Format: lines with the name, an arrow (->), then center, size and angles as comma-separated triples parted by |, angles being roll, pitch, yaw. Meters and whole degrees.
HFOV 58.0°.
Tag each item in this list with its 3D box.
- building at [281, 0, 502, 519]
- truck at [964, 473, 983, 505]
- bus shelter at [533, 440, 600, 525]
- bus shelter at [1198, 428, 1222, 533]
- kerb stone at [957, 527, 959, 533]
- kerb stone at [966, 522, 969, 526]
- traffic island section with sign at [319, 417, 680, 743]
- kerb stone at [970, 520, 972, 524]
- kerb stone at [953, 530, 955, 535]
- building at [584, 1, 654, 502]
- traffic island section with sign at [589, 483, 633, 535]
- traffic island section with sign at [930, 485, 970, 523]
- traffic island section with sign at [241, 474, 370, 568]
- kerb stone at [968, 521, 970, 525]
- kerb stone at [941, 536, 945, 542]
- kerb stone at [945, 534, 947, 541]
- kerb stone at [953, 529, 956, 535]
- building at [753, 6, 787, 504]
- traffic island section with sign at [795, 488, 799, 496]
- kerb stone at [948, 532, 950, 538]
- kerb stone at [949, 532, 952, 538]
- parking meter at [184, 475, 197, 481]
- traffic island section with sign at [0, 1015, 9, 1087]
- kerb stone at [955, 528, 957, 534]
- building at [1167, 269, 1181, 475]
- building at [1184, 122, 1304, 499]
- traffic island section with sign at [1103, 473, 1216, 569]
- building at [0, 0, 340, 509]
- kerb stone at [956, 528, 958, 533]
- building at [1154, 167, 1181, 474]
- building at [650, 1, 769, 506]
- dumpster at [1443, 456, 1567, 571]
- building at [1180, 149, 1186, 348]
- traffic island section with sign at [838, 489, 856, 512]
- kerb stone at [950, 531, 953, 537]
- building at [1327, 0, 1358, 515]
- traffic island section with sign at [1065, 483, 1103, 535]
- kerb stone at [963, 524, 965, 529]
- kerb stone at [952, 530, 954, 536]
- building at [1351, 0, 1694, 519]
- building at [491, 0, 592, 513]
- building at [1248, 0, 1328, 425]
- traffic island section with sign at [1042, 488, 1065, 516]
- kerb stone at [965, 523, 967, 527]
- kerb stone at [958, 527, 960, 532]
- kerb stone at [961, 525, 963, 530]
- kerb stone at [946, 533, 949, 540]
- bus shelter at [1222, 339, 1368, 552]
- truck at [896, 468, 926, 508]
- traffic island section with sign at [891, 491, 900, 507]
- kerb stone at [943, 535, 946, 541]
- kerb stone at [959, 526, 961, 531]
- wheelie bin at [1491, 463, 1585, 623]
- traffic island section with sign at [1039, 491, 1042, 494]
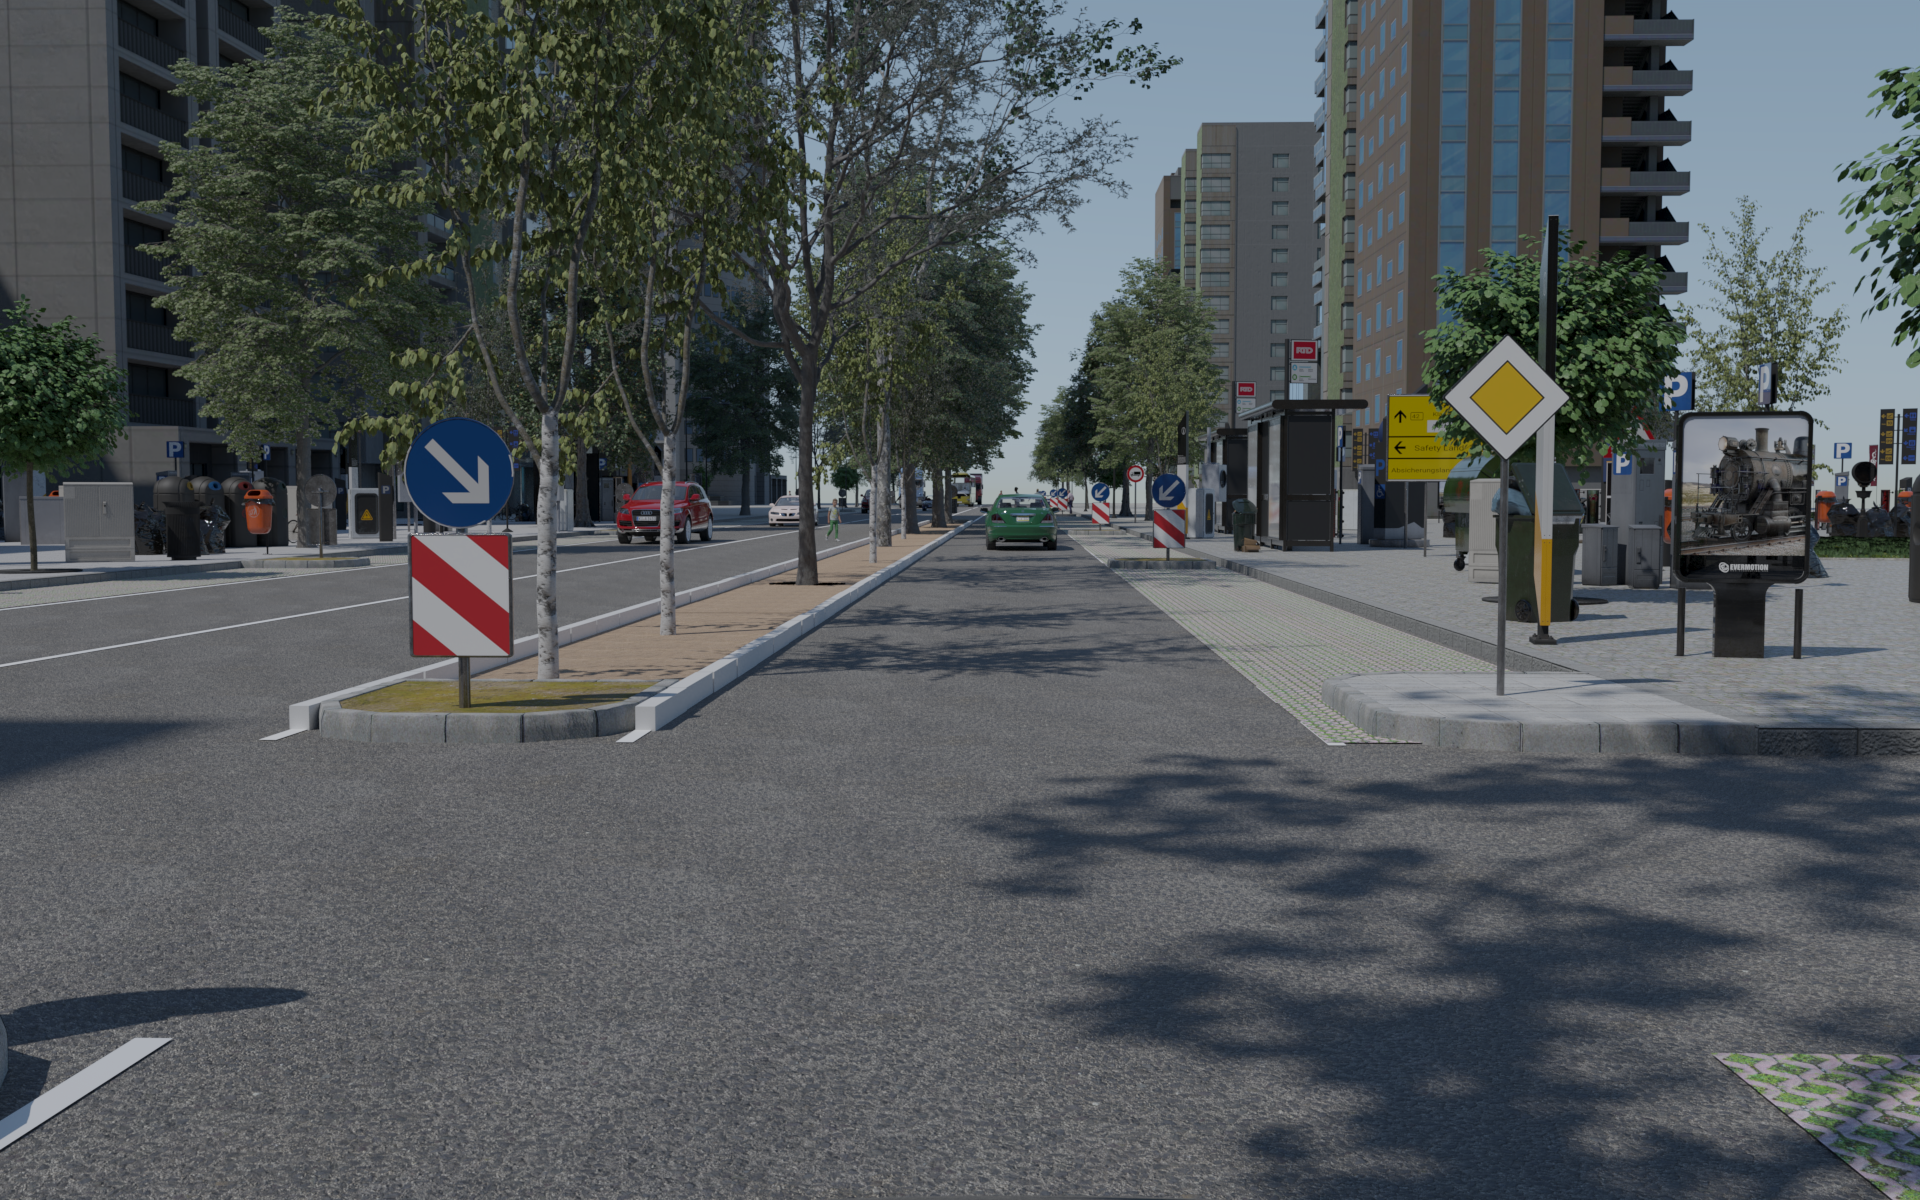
building -> -34.207, -25.114, 94.211 | 14.154, 41.232, 14.086 | 0, 4, 2
truck -> 1.811, -15.118, 236.086 | 2.839, 4.237, 11.283 | 0, 4, 1
bus shelter -> -17.002, -5.171, 75.828 | 1.731, 3.624, 6.357 | 0, 4, 2
bus shelter -> 9.373, -4.992, 59.256 | 2.179, 5.291, 8.768 | 0, 4, 2
kerb stone -> -0.185, -2.446, 62.185 | 0.120, 0.150, 1.000 | 0, 4, 2
kerb stone -> 0.183, -3.135, 73.448 | 0.120, 0.150, 1.000 | 0, 4, 2
traffic island section with sign -> -2.943, -0.170, 10.915 | 2.006, 1.907, 1.989 | 0, 4, 2
kerb stone -> 0.358, -3.447, 78.563 | 0.120, 0.150, 1.000 | 0, 4, 2
kerb stone -> -0.326, -2.194, 58.082 | 0.120, 0.150, 1.000 | 0, 4, 2
building -> -32.992, -29.892, 138.849 | 14.600, 45.320, 14.200 | 0, 4, 2
traffic island section with sign -> -11.897, -3.206, 61.043 | 1.989, 1.847, 2.006 | 0, 4, 2
traffic island section with sign -> -0.466, -4.763, 86.012 | 2.006, 1.907, 1.989 | 0, 4, 2
traffic island section with sign -> -12.779, -1.558, 34.102 | 1.989, 1.847, 2.006 | 0, 4, 2
kerb stone -> 0.247, -3.260, 75.498 | 0.120, 0.150, 1.000 | 0, 4, 2
kerb stone -> -0.592, -1.693, 49.884 | 0.120, 0.150, 1.000 | 0, 4, 2
kerb stone -> -0.533, -1.815, 51.938 | 0.120, 0.150, 1.000 | 0, 4, 2
kerb stone -> -0.298, -2.257, 59.103 | 0.120, 0.150, 1.000 | 0, 4, 2
building -> -33.160, -47.953, 222.287 | 20.563, 71.187, 20.611 | 0, 4, 2
traffic island section with sign -> -10.229, -6.259, 110.967 | 1.989, 1.847, 2.006 | 0, 4, 2
kerb stone -> -0.458, -1.943, 53.980 | 0.120, 0.150, 1.000 | 0, 4, 2
kerb stone -> -0.427, -2.007, 55.009 | 0.120, 0.150, 1.000 | 0, 4, 2
parking meter -> -23.729, -2.915, 53.365 | 0.399, 1.863, 0.255 | 1, 4, 22
traffic island section with sign -> -3.198, 0.283, 3.512 | 2.006, 1.907, 1.989 | 0, 4, 2
kerb stone -> -0.255, -2.320, 60.126 | 0.120, 0.150, 1.000 | 0, 4, 2
building -> 33.307, -27.550, 222.151 | 14.160, 30.474, 14.107 | 0, 4, 2
building -> 33.182, -31.186, 193.478 | 14.154, 41.232, 14.086 | 0, 4, 2
traffic island section with sign -> 3.891, -1.535, 33.729 | 1.989, 1.847, 2.006 | 0, 4, 2
building -> -38.020, -38.704, 71.060 | 20.563, 71.187, 20.611 | 0, 4, 2
kerb stone -> -0.225, -2.381, 61.156 | 0.120, 0.150, 1.000 | 0, 4, 2
building -> 34.034, -35.889, 236.899 | 14.600, 45.320, 14.200 | 0, 4, 2
building -> -34.451, -40.131, 198.148 | 21.231, 58.520, 28.212 | 0, 4, 2
dumpster -> 8.780, -1.556, 27.941 | 1.502, 2.255, 1.985 | 0, 4, 2
building -> 33.263, -32.047, 207.569 | 14.154, 41.232, 14.086 | 0, 4, 2
traffic island section with sign -> -9.341, -7.910, 137.955 | 1.989, 1.847, 2.006 | 0, 4, 2
kerb stone -> -0.397, -2.069, 56.030 | 0.120, 0.150, 1.000 | 0, 4, 2
building -> 29.866, -25.962, 108.066 | 14.154, 41.232, 14.086 | 0, 4, 2
traffic island section with sign -> 4.796, -3.196, 60.881 | 1.989, 1.847, 2.006 | 0, 4, 2
kerb stone -> 0.016, -2.822, 68.341 | 0.120, 0.150, 1.000 | 0, 4, 2
kerb stone -> -0.356, -2.132, 57.060 | 0.120, 0.150, 1.000 | 0, 4, 2
building -> 29.797, -27.138, 93.819 | 14.600, 45.320, 14.200 | 0, 4, 2
building -> -38.032, -30.397, 116.603 | 23.786, 49.044, 30.456 | 0, 4, 2
building -> 35.165, -49.963, 129.573 | 22.319, 86.520, 31.000 | 0, 4, 2
traffic island section with sign -> 6.438, -6.258, 110.938 | 1.989, 1.847, 2.006 | 0, 4, 2
kerb stone -> 0.110, -3.009, 71.406 | 0.120, 0.150, 1.000 | 0, 4, 2
kerb stone -> -0.159, -2.508, 63.206 | 0.120, 0.150, 1.000 | 0, 4, 2
kerb stone -> -0.050, -2.697, 66.289 | 0.120, 0.150, 1.000 | 0, 4, 2
kerb stone -> -0.490, -1.882, 52.959 | 0.120, 0.150, 1.000 | 0, 4, 2
bus shelter -> 8.124, -3.970, 42.548 | 2.179, 5.291, 8.768 | 0, 4, 2
truck -> -4.756, -11.817, 182.973 | 2.967, 4.110, 18.799 | 0, 4, 1
traffic island section with sign -> -7.519, -11.287, 193.176 | 1.989, 1.847, 2.006 | 0, 4, 2
kerb stone -> -0.561, -1.754, 50.914 | 0.120, 0.150, 1.000 | 0, 4, 2
kerb stone -> -0.126, -2.571, 64.232 | 0.120, 0.150, 1.000 | 0, 4, 2
wheelie bin -> 5.796, -0.587, 17.500 | 0.980, 1.594, 0.693 | -1, 4, -22
traffic island section with sign -> 7.339, -7.905, 137.878 | 1.989, 1.847, 2.006 | 0, 4, 2
